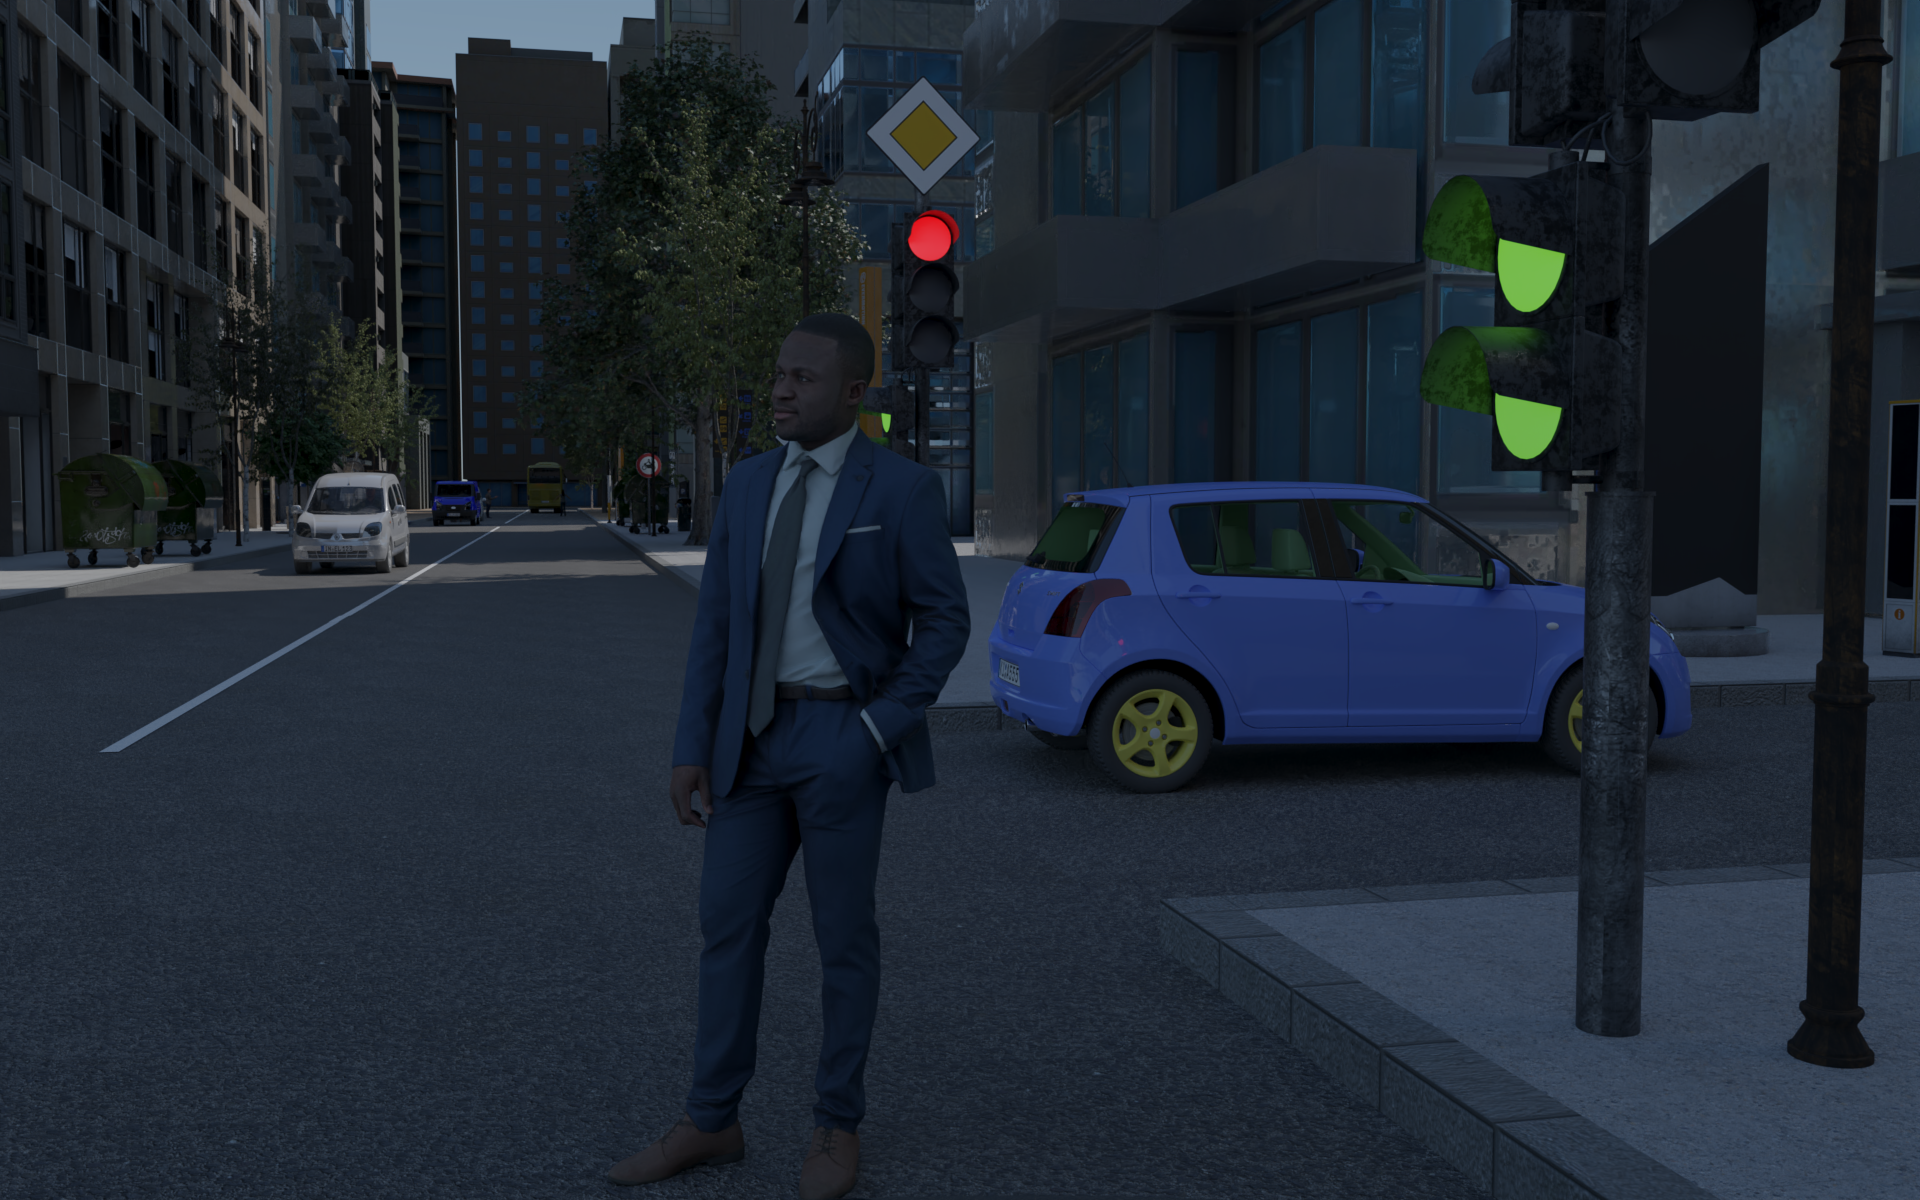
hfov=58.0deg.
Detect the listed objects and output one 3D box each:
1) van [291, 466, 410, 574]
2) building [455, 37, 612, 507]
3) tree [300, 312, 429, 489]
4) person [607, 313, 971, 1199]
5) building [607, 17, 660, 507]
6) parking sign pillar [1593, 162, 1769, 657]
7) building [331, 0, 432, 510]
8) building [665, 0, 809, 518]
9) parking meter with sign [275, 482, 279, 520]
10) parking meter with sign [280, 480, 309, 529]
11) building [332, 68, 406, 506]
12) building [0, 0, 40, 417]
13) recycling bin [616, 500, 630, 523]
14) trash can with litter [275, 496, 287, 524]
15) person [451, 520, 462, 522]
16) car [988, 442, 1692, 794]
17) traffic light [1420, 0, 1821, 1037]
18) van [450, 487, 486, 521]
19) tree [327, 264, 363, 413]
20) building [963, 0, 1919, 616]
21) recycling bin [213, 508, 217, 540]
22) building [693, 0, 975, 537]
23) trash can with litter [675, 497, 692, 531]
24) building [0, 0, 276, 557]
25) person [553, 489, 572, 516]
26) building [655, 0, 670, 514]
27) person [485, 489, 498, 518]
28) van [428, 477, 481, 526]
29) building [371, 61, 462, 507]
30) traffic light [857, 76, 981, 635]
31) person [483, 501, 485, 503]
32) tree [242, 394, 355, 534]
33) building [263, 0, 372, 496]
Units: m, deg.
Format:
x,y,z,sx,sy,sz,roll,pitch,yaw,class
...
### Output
x,y,z,sx,sy,sz,roll,pitch,yaw,class
-11.391,-1.560,32.514,2.013,2.044,4.112,-1,4,-11,van
-42.811,-32.092,174.821,14.200,45.320,14.600,-1,4,-13,building
-24.971,-7.388,71.151,4.737,8.622,4.395,0,3,0,tree
-0.337,0.309,3.629,0.721,1.800,0.419,1,4,17,person
-26.207,-34.176,182.482,21.600,48.544,21.300,-1,4,-13,building
5.889,-1.573,14.193,1.447,3.967,1.447,-1,4,-15,parking sign pillar
-59.575,-50.423,137.080,31.000,86.520,22.319,-1,4,-13,building
-9.933,-25.453,99.747,14.154,41.232,14.086,-1,4,-13,building
-31.110,-5.074,79.225,1.738,3.016,0.543,-1,4,-23,parking meter with sign
-24.098,-4.090,63.131,0.543,3.016,1.738,-3,5,-43,parking meter with sign
-45.659,-21.125,117.102,14.160,30.474,14.107,-1,4,-13,building
-22.474,-13.914,20.997,14.314,27.812,24.014,-1,4,-13,building
-14.880,-3.943,77.020,0.722,1.027,0.722,0,4,1,recycling bin
-29.705,-3.942,75.513,1.678,1.210,2.233,-2,4,-25,trash can with litter
-25.525,-4.841,87.526,0.599,1.838,0.709,2,4,26,person
2.020,0.019,9.274,3.694,1.707,1.945,-1,4,-12,car
1.537,-0.925,4.042,0.839,4.253,0.868,-1,4,-13,traffic light
-26.238,-5.207,92.139,2.013,2.044,4.112,-1,4,-14,van
-19.948,-6.187,51.525,4.360,8.622,3.978,0,3,0,tree
14.952,-24.985,28.120,30.456,49.044,23.786,-1,4,-13,building
-21.304,-2.200,48.524,0.722,1.027,0.722,0,4,-5,recycling bin
2.049,-46.021,65.118,22.319,86.520,31.000,-1,4,-13,building
-9.569,-2.948,59.588,0.624,1.170,1.055,-1,4,-17,trash can with litter
-32.525,-14.947,48.899,19.350,26.468,34.151,-1,4,-13,building
-25.668,-6.281,111.907,1.217,1.735,0.721,-2,4,-25,person
-10.619,-35.412,120.983,21.231,58.520,28.212,-1,4,-13,building
-27.934,-5.764,103.271,0.750,1.759,0.617,-1,4,-19,person
-23.048,-4.583,79.316,2.240,2.365,5.245,-1,4,-13,van
-65.311,-31.793,174.444,28.867,44.769,22.147,-1,4,-13,building
-0.277,-1.400,11.819,0.839,4.253,0.868,-1,4,-13,traffic light
-29.678,-5.959,106.028,0.705,1.812,1.348,2,4,32,person
-21.568,-4.452,56.496,4.285,4.588,4.351,0,3,0,tree
-45.535,-28.979,93.411,23.786,49.044,30.456,-1,4,-13,building
